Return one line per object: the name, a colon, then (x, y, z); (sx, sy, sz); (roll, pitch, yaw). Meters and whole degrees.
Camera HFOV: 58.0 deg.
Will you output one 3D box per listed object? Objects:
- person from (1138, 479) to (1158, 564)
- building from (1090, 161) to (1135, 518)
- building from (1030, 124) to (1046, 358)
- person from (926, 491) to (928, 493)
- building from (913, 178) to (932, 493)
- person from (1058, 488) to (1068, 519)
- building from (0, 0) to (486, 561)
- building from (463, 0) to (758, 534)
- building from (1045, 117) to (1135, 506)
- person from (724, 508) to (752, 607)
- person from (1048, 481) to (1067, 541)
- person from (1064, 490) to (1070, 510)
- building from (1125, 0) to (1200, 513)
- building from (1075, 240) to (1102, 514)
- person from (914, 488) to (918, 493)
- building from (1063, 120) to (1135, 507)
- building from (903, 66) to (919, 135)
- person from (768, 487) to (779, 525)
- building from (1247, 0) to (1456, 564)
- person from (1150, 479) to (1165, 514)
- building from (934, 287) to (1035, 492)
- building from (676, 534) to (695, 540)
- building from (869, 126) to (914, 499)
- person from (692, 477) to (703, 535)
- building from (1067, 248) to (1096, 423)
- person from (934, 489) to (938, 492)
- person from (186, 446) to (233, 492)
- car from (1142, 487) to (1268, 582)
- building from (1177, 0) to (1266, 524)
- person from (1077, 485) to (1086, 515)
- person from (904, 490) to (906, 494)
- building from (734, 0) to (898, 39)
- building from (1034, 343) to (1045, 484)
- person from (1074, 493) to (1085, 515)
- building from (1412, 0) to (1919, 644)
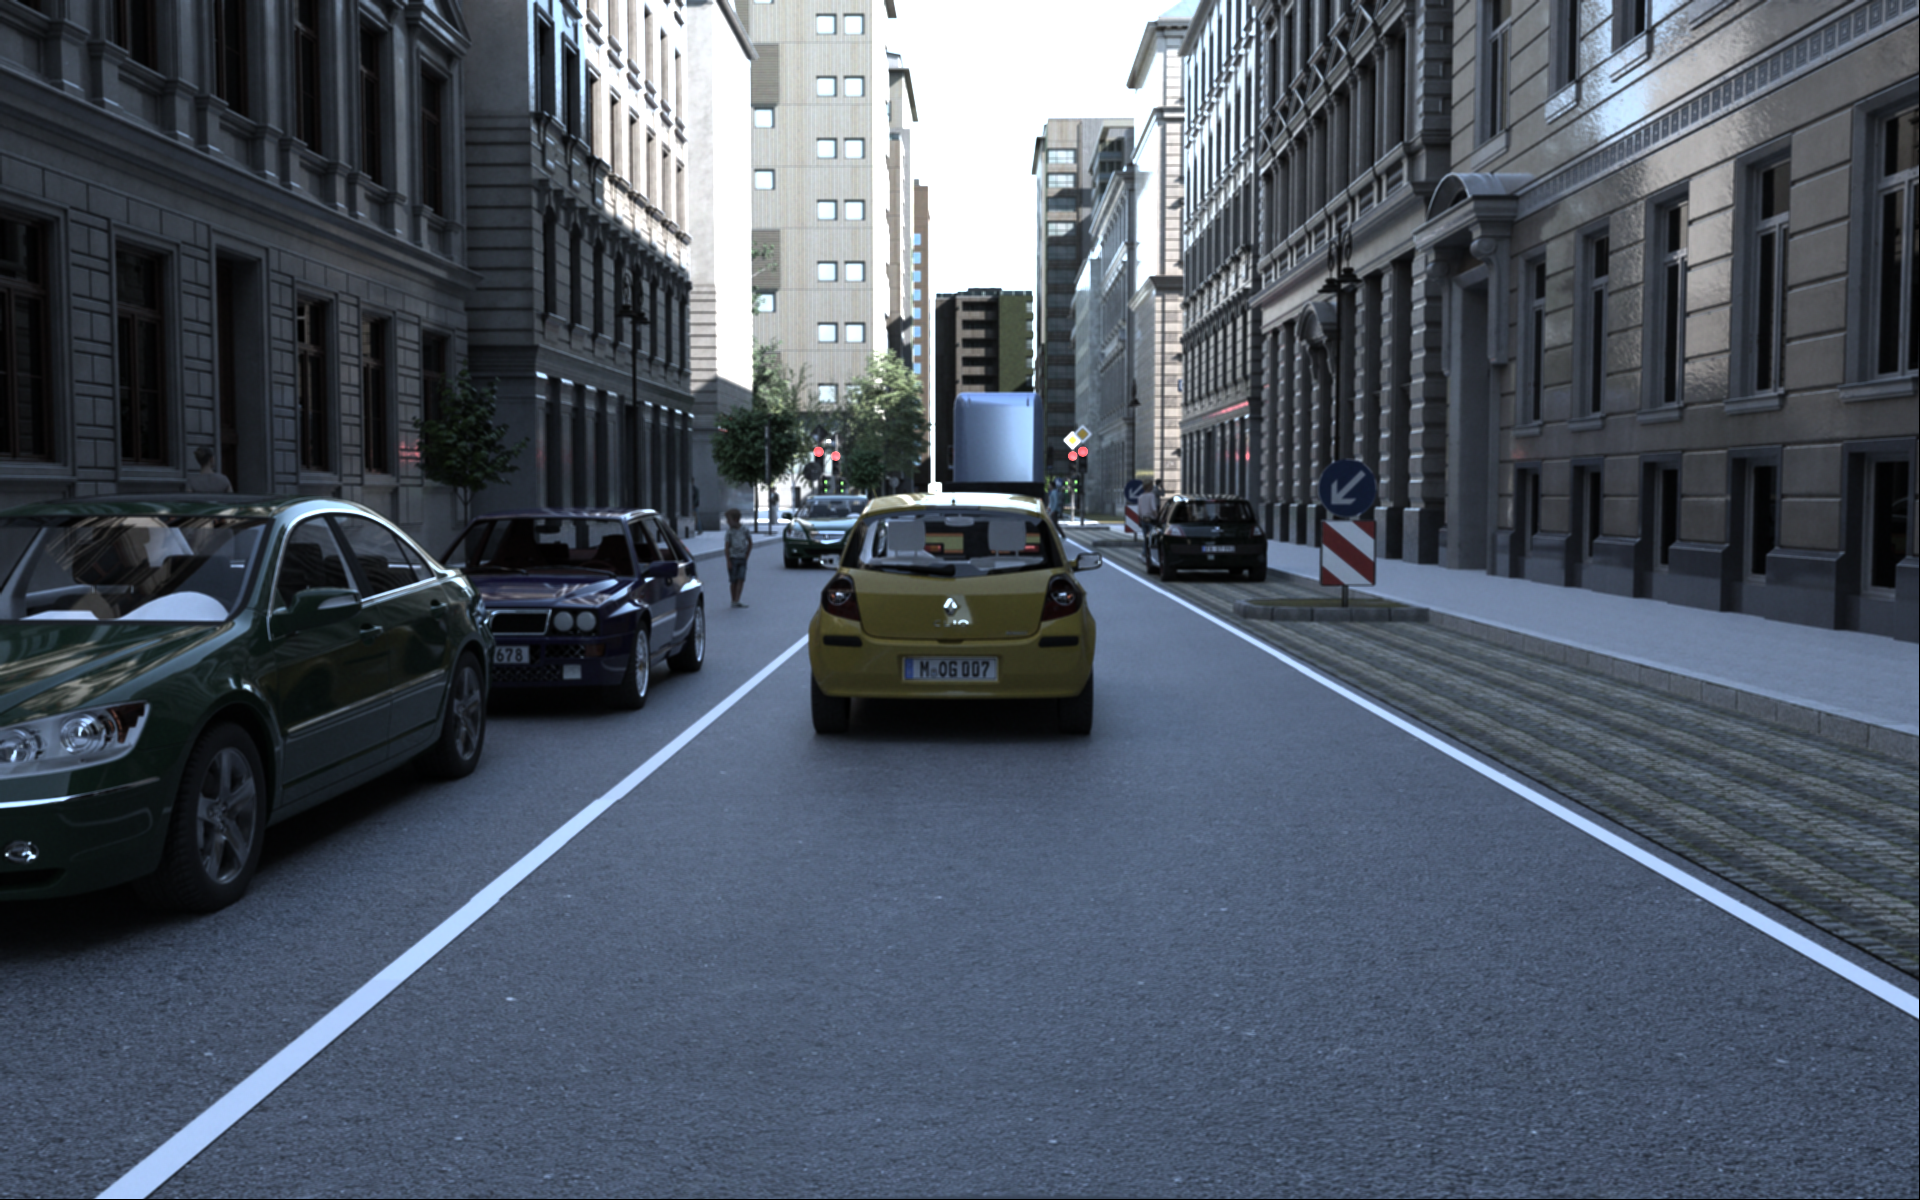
person: (3.818, -1.590, 35.167); (0.731, 1.740, 0.598); (3, 5, 40)
building: (13.970, -16.207, 101.138); (11.583, 22.565, 21.152); (0, 4, 1)
building: (24.251, -40.448, 250.570); (27.495, 52.752, 28.713); (0, 4, 1)
person: (-3.920, -12.717, 214.784); (0.721, 1.723, 1.217); (2, 4, 26)
building: (-11.237, -36.332, 244.132); (14.200, 45.320, 14.600); (0, 4, 1)
person: (5.816, -5.463, 97.991); (0.590, 1.801, 0.661); (-1, 4, -23)
building: (-14.286, -11.361, 21.917); (11.583, 22.565, 21.152); (0, 4, 1)
building: (-17.165, -13.152, 64.178); (18.267, 20.994, 9.793); (0, 4, 1)
building: (16.339, -31.033, 190.984); (14.154, 41.232, 14.086); (0, 4, 1)
person: (-2.810, -0.537, 21.971); (0.332, 1.250, 0.352); (1, 4, 22)
person: (2.910, -2.674, 52.241); (0.620, 1.820, 0.660); (0, 4, -4)
person: (8.429, -7.974, 136.668); (0.600, 1.795, 0.529); (-1, 4, -18)
building: (21.009, -17.529, 83.855); (25.104, 27.353, 12.463); (0, 4, 1)
building: (13.649, -16.241, 120.295); (10.420, 20.320, 16.860); (0, 4, 1)
person: (-2.327, -5.330, 95.913); (0.573, 1.790, 0.520); (-3, 4, -38)
building: (25.668, -29.331, 171.450); (32.217, 40.220, 23.993); (0, 4, 1)
building: (-19.236, -38.167, 213.264); (27.495, 52.752, 28.713); (0, 4, 1)
person: (-8.126, -4.046, 75.196); (0.519, 1.759, 0.362); (2, 4, 29)
building: (13.278, -12.915, 40.038); (11.050, 23.489, 19.941); (0, 4, 1)
person: (6.827, -3.292, 60.050); (0.473, 1.802, 0.592); (-1, 4, -9)
building: (3.359, -28.943, 244.923); (14.107, 30.474, 14.160); (0, 4, 1)
building: (-12.628, -11.772, 41.616); (9.793, 20.994, 18.267); (0, 4, 1)
building: (-12.370, -30.856, 188.086); (14.154, 41.232, 14.086); (0, 4, 1)
person: (-8.282, -2.911, 53.617); (0.713, 1.824, 0.794); (-2, 4, -30)
building: (15.895, -18.291, 140.855); (13.314, 21.916, 24.055); (0, 4, 1)
person: (-1.787, -7.394, 129.205); (0.447, 1.846, 0.655); (0, 4, -4)
person: (-7.787, -0.715, 18.079); (0.599, 1.781, 0.374); (-3, 4, -38)
car: (4.161, -1.213, 29.618); (2.009, 1.686, 4.222); (0, 4, 1)
building: (13.256, -12.846, 59.184); (9.793, 20.994, 18.267); (0, 4, 1)
person: (7.259, -6.001, 104.115); (0.822, 1.834, 0.622); (-3, 5, -39)
person: (-5.761, -10.489, 178.248); (0.721, 1.735, 1.217); (-1, 4, -12)
building: (-20.845, -35.322, 166.747); (28.713, 52.752, 27.495); (0, 4, 1)
building: (23.313, -22.511, 213.100); (27.650, 21.520, 28.899); (0, 4, 1)
person: (7.254, -6.103, 105.926); (0.767, 1.812, 0.694); (2, 4, 26)
building: (14.512, -14.310, 19.867); (13.634, 28.700, 20.117); (0, 4, 1)
